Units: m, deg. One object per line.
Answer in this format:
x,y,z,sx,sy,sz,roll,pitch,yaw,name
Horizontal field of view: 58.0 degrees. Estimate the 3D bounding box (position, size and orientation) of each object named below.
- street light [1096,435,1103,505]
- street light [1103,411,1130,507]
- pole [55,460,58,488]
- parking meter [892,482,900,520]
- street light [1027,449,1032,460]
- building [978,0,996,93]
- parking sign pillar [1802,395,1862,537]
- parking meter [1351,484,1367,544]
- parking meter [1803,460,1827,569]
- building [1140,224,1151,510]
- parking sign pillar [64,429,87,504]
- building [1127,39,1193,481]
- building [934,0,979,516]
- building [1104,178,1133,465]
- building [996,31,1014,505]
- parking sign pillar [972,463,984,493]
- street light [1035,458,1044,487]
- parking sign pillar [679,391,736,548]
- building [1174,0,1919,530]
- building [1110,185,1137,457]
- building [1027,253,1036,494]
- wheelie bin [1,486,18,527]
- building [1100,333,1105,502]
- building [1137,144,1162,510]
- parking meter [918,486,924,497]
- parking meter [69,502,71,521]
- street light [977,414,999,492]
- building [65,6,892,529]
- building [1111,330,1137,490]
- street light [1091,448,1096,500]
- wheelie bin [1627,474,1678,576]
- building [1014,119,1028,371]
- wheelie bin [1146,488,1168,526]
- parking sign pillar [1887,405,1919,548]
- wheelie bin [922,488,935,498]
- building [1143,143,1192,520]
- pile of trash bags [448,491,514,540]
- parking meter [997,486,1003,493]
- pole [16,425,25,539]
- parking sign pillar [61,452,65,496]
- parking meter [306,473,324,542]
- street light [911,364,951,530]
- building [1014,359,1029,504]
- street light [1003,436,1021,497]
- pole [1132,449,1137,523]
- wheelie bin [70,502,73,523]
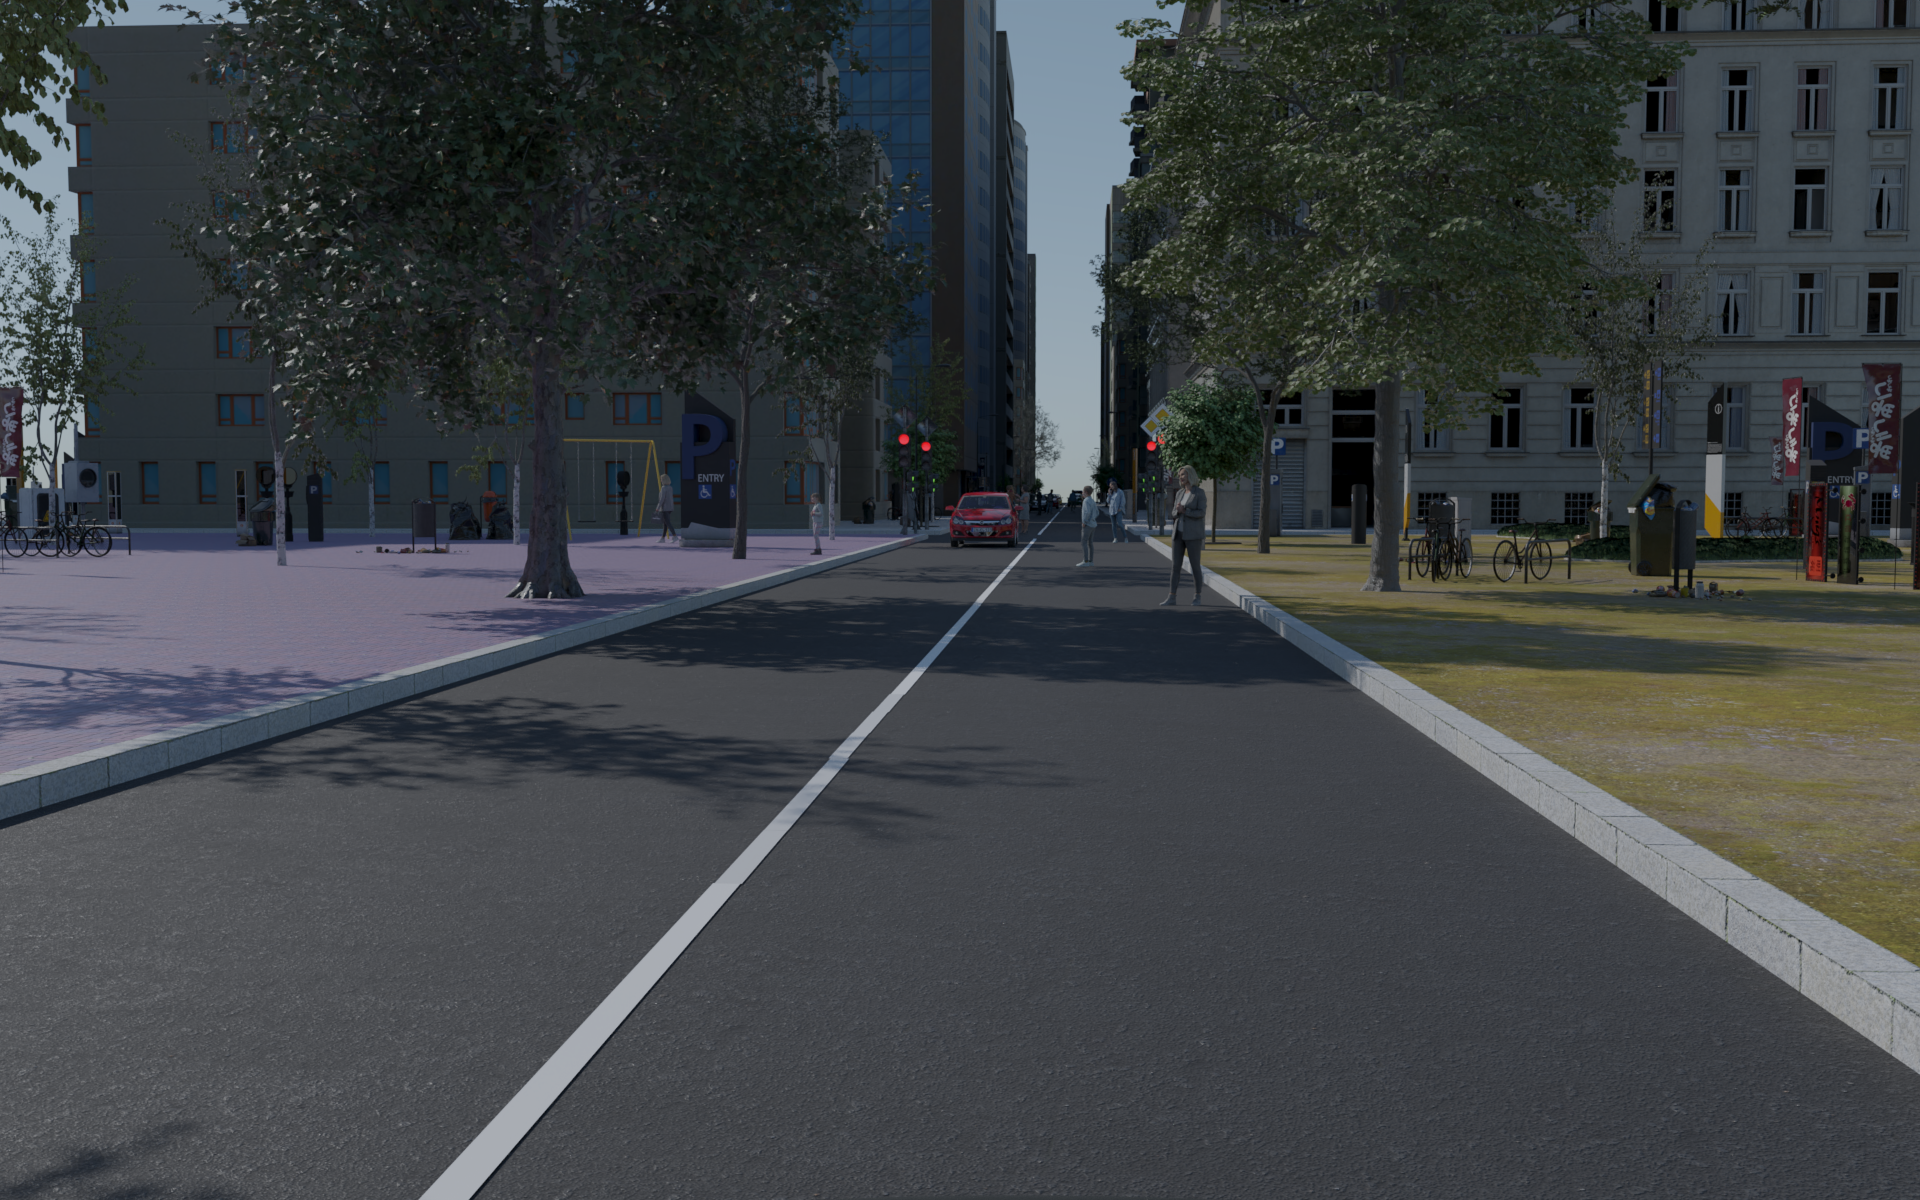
11.611,-10.005,136.122,1.470,5.913,1.316,0,4,4,street light
8.962,-7.635,97.368,1.470,5.913,1.316,0,4,4,street light
-50.821,-6.333,97.389,0.158,3.312,0.155,0,3,0,pole
-3.272,-4.996,87.398,0.255,1.863,0.399,-2,4,-26,parking meter
6.730,-12.564,177.969,1.470,5.913,1.316,0,4,4,street light
-7.982,-37.250,151.036,21.231,58.520,28.212,0,4,4,building
23.611,-3.567,46.792,1.447,3.967,1.447,1,4,18,parking sign pillar
10.258,-2.209,44.520,0.372,1.533,0.369,0,3,0,parking meter
14.519,-1.450,29.415,0.255,1.863,0.399,1,4,13,parking meter
20.973,-17.601,121.058,16.112,22.955,30.059,0,4,4,building
-35.845,-5.076,71.472,1.447,3.967,1.447,-1,4,-12,parking sign pillar
27.390,-31.282,166.090,22.147,44.769,28.867,0,4,4,building
-6.169,-27.878,105.920,14.600,45.320,14.200,0,4,4,building
28.148,-36.377,244.871,14.600,45.320,14.200,0,4,4,building
-5.535,-33.785,176.093,21.300,48.544,21.600,0,4,4,building
1.184,-8.353,125.045,1.447,3.967,1.447,-2,4,-32,parking sign pillar
9.611,-15.217,221.336,1.470,5.913,1.316,0,4,4,street light
-6.110,-3.275,42.022,1.447,3.967,1.447,1,4,17,parking sign pillar
23.957,-14.388,68.530,30.059,22.955,16.112,0,4,4,building
27.077,-33.476,230.919,14.154,41.232,14.086,0,4,4,building
5.407,-36.892,286.774,14.154,41.232,14.086,0,4,4,building
-35.115,-3.451,64.332,0.693,1.594,0.980,3,5,42,wheelie bin
30.354,-31.593,288.239,14.160,30.474,14.107,0,4,4,building
21.871,-22.856,145.397,14.160,30.474,14.107,0,4,4,building
-2.277,-5.730,99.398,0.399,1.863,0.255,-3,5,-42,parking meter
-41.729,-4.449,81.149,0.372,1.533,0.369,0,3,0,parking meter
1.552,-7.841,100.747,1.470,5.913,1.316,0,4,4,street light
-18.343,-14.240,77.871,27.650,21.520,28.899,0,4,4,building
31.279,-21.467,196.022,27.650,21.520,28.899,0,4,4,building
14.121,-12.297,173.594,1.470,5.913,1.316,0,4,4,street light
10.903,-1.184,27.259,0.693,1.594,0.980,1,4,10,wheelie bin
-0.578,-44.232,265.189,21.231,58.520,28.212,0,4,4,building
7.902,-3.770,69.550,0.980,1.594,0.693,2,4,34,wheelie bin
23.204,-3.256,41.707,1.447,3.967,1.447,0,4,-1,parking sign pillar
-1.835,-5.463,97.225,0.980,1.594,0.693,2,4,33,wheelie bin
16.042,-15.879,95.782,11.583,22.565,21.152,0,4,4,building
-13.705,-2.456,49.910,1.912,1.369,3.447,-1,4,-10,pile of trash bags
2.908,-7.288,124.876,0.399,1.863,0.255,-2,4,-33,parking meter
-26.871,-3.406,49.538,0.158,3.312,0.155,0,3,0,pole
-56.273,-7.425,109.867,1.447,3.967,1.447,1,4,9,parking sign pillar
-17.386,-2.504,46.659,0.399,1.863,0.255,0,4,-8,parking meter
-1.023,-5.471,61.988,1.470,5.913,1.316,0,4,4,street light
-4.737,-24.017,237.713,27.650,21.520,28.899,0,4,4,building
4.062,-10.152,138.526,1.470,5.913,1.316,0,4,4,street light
7.833,-5.121,77.571,0.158,3.312,0.155,0,3,0,pole
-39.604,-4.282,77.918,0.693,1.594,0.980,0,4,-2,wheelie bin
